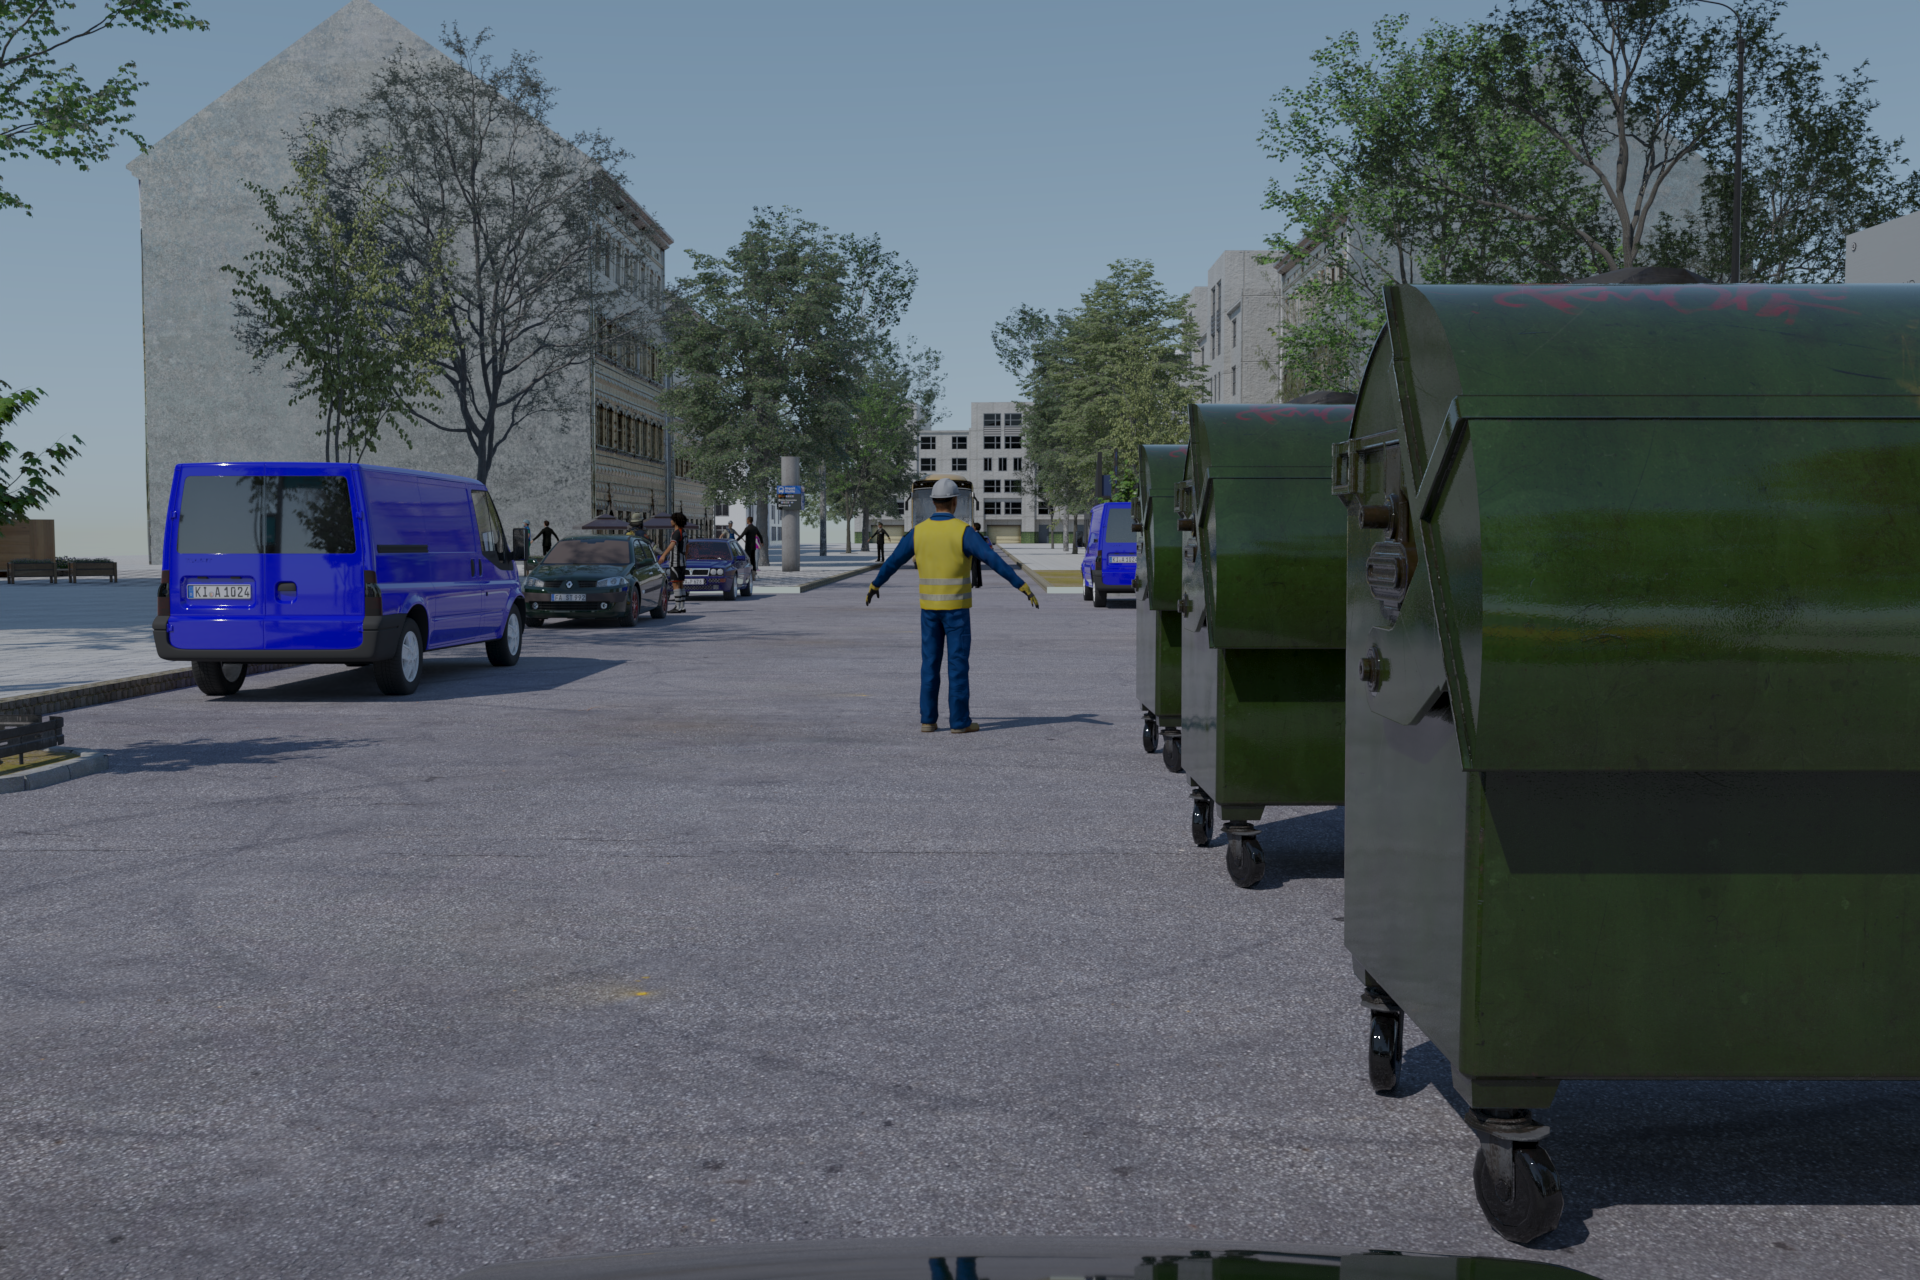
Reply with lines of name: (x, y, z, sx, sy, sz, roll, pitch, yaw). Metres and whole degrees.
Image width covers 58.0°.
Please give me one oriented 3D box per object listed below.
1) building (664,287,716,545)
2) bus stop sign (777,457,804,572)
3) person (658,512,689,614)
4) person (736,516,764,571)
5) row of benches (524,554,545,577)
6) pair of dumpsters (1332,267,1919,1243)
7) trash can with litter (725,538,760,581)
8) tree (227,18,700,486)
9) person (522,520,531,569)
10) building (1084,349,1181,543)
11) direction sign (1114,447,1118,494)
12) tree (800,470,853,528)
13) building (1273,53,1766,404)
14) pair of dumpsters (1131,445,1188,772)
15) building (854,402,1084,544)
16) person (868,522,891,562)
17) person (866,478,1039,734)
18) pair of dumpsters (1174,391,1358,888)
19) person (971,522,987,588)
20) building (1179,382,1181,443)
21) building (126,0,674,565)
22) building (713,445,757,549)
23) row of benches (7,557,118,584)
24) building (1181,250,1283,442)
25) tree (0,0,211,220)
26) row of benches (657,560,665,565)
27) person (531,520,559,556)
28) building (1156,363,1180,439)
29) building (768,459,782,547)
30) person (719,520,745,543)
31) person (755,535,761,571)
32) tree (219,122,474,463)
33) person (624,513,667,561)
building: (-27.603, -17.658, 119.638, 19.493, 23.208, 18.063, 0, 4, 0)
bus stop sign: (-5.776, -4.286, 59.092, 0.837, 3.901, 0.837, 0, 4, 2)
person: (-5.129, -1.391, 31.344, 0.704, 1.843, 1.345, 1, 4, 9)
person: (-6.198, -2.739, 51.014, 0.704, 1.802, 1.346, 2, 4, 35)
row of benches: (-14.200, -2.267, 52.524, 4.104, 0.672, 1.422, 0, 4, -6)
pair of dumpsters: (3.132, 0.059, 3.981, 4.436, 2.255, 1.574, 0, 4, 0)
trash can with litter: (-6.036, -2.218, 47.644, 1.055, 1.170, 0.624, 0, 4, 1)
tree: (-11.457, -8.006, 41.270, 12.009, 13.543, 11.850, 0, 3, 0)
person: (-15.976, -3.522, 63.708, 0.704, 1.817, 1.347, -1, 4, -20)
building: (28.671, -22.204, 207.014, 27.936, 21.610, 32.646, 0, 4, 1)
direction sign: (4.106, -3.288, 45.753, 0.379, 3.537, 0.876, 0, 4, 0)
tree: (-18.187, -19.363, 234.706, 7.486, 12.596, 7.792, 0, 3, 0)
building: (27.202, -15.752, 88.474, 19.493, 23.208, 18.063, 0, 4, 1)
pair of dumpsters: (3.291, -0.363, 10.890, 4.436, 2.255, 1.574, 0, 4, 0)
building: (2.347, -22.618, 238.712, 31.486, 18.905, 16.747, 0, 4, 6)
person: (-3.683, -4.521, 79.860, 1.347, 1.837, 0.705, 3, 4, 36)
person: (-0.095, -0.251, 12.536, 1.349, 1.833, 0.705, 1, 4, 21)
pair of dumpsters: (3.156, -0.156, 7.495, 4.436, 2.255, 1.574, 0, 3, 0)
person: (0.364, -2.239, 45.786, 0.721, 1.740, 1.216, 3, 4, 38)
building: (26.933, -19.240, 170.998, 16.016, 20.090, 11.380, 0, 4, 1)
building: (-24.434, -15.250, 80.260, 19.493, 23.208, 18.063, 0, 3, 0)
building: (-22.827, -13.494, 162.776, 9.099, 9.664, 28.070, 0, 3, 0)
row of benches: (-23.888, -1.791, 44.754, 4.104, 0.672, 1.422, -3, 4, -37)
building: (24.983, -15.293, 116.506, 16.747, 18.905, 31.486, 0, 4, 1)
tree: (-12.135, -5.672, 18.493, 9.928, 11.665, 9.643, 0, 3, 0)
row of benches: (-9.437, -2.001, 48.187, 4.104, 0.672, 1.422, 1, 4, 18)
person: (-15.918, -3.698, 66.641, 0.705, 1.806, 1.347, 3, 5, 40)
building: (25.538, -20.231, 187.200, 16.016, 20.090, 11.380, 0, 4, 1)
building: (-23.985, -15.260, 191.641, 9.099, 9.664, 28.070, 0, 3, 0)
person: (-9.429, -4.004, 71.322, 1.347, 1.847, 0.705, -3, 5, -41)
person: (-7.024, -3.134, 60.509, 0.599, 1.433, 0.991, -1, 4, -8)
tree: (-11.312, -5.000, 32.111, 4.737, 8.622, 4.395, 0, 3, 0)
person: (-6.471, -1.628, 34.847, 1.354, 1.856, 0.705, 2, 4, 32)
